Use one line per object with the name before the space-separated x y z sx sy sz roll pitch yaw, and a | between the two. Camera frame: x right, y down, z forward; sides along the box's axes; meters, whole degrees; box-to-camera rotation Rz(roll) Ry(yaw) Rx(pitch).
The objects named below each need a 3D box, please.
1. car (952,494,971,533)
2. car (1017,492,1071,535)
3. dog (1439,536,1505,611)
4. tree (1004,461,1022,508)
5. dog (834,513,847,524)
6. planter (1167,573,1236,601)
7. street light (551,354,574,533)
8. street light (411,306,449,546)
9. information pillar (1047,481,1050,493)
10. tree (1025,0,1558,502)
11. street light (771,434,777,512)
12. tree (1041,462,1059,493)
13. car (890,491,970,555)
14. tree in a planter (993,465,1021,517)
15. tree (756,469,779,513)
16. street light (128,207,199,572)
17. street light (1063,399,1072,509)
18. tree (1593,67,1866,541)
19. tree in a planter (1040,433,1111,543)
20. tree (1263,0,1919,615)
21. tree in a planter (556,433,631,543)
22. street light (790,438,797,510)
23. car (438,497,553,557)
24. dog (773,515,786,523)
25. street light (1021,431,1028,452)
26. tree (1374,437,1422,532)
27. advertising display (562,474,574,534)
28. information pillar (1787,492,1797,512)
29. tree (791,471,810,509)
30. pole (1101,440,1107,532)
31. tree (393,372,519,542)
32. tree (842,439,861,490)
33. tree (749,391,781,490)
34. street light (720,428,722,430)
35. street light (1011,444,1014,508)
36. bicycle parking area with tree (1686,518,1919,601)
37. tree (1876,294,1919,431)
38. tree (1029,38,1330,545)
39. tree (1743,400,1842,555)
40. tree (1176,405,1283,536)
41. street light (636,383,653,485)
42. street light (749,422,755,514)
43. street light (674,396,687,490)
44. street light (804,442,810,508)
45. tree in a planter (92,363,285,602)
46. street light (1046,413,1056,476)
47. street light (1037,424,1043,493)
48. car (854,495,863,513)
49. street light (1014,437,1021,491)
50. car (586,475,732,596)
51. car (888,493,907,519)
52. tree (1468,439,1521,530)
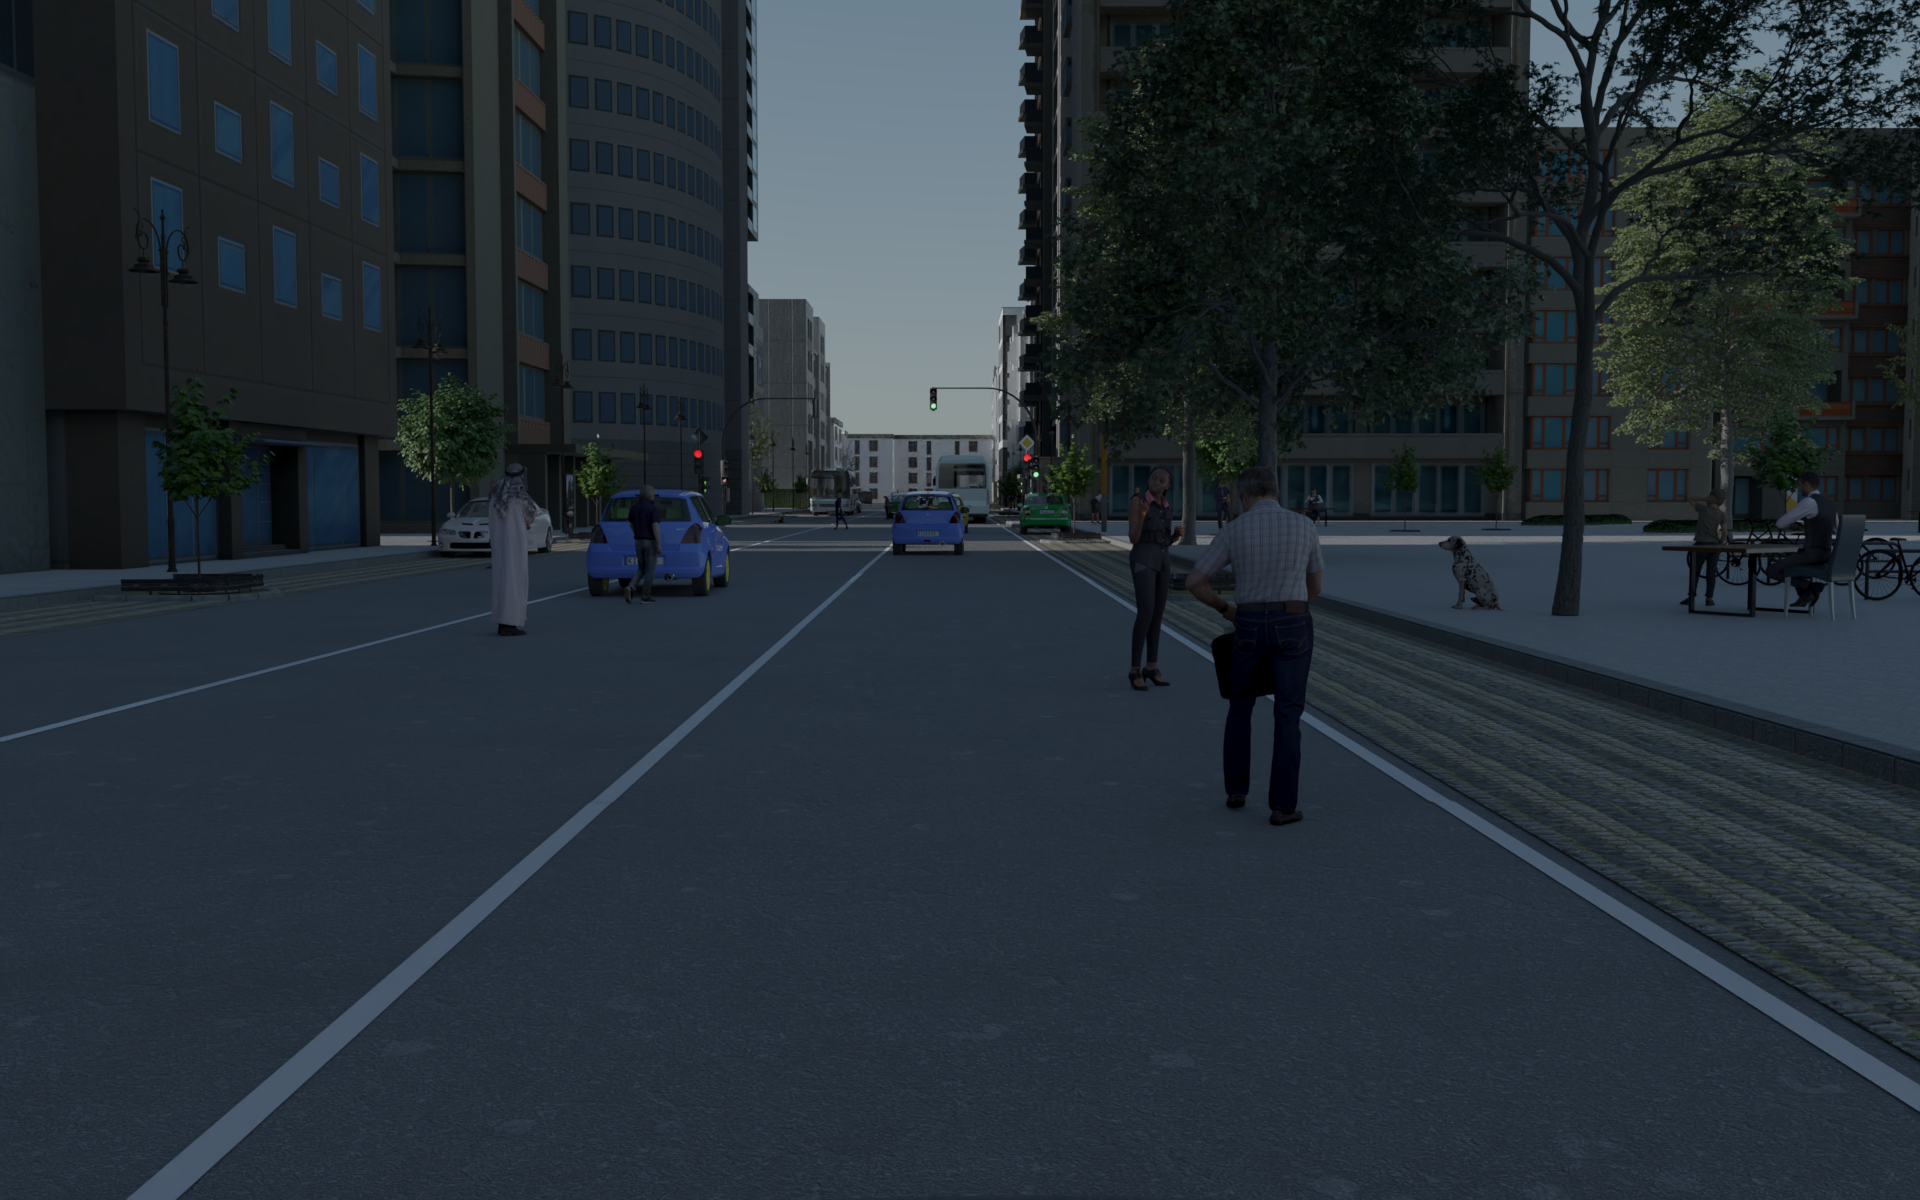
car | -0.569 -3.328 64.630 2.015 1.641 3.980 0 4 -1
car | 3.037 -3.268 62.223 1.959 1.807 4.718 0 4 1
dog | 5.780 -0.296 19.214 0.513 0.831 0.800 -2 4 -34
tree | 5.769 -11.008 163.701 4.285 4.588 4.351 0 3 0
dog | -5.746 -3.920 83.386 0.540 0.507 0.406 -2 4 -23
planter | 3.518 -0.173 23.975 1.991 0.319 1.994 0 4 0
street light | -13.084 -5.156 57.089 0.468 5.910 1.993 0 4 0
street light | -13.019 -4.275 42.687 0.468 5.910 1.993 0 4 0
information pillar | 4.618 -5.127 88.325 0.304 2.012 0.304 0 4 -3
tree | 6.033 -7.110 33.257 9.611 12.733 9.660 0 3 0
street light | -13.543 -9.344 125.567 0.468 5.910 1.993 0 4 0
tree | 5.691 -6.758 105.100 1.663 3.219 1.824 0 3 0
car | -0.741 -1.979 41.955 1.945 1.707 3.694 0 4 0
tree in a planter | 3.034 -6.679 106.430 1.991 3.239 1.994 0 4 0
tree | -13.558 -7.687 120.291 1.663 3.219 1.824 0 3 0
street light | -12.946 -3.394 28.285 0.468 5.910 1.993 0 4 0
street light | 5.209 -6.738 82.949 0.468 5.910 1.993 0 4 0
tree | 20.586 -7.878 46.933 7.486 12.596 7.792 0 3 0
tree in a planter | 3.364 -3.279 50.829 1.991 3.239 1.994 0 4 0
tree | 6.742 -5.108 17.928 7.601 10.594 8.767 0 4 8
tree in a planter | -10.651 -3.276 50.783 1.991 3.239 1.994 0 4 0
street light | -13.485 -10.225 139.970 0.468 5.910 1.993 0 4 0
car | -10.811 -1.723 40.537 2.083 1.381 4.827 0 4 -1
dog | -8.888 -3.965 85.022 0.748 0.427 0.550 1 4 16
street light | 4.897 -9.380 126.154 0.468 5.910 1.993 0 4 0
tree | 15.298 -3.958 59.308 1.663 3.219 1.824 0 3 0
advertising display | -12.534 -3.073 55.460 0.123 1.923 0.974 0 4 1
information pillar | 35.997 -5.111 74.917 0.504 3.616 0.183 0 4 -4
tree | -13.675 -9.563 150.951 1.663 3.219 1.824 0 3 0
pole | 4.868 -3.952 58.452 0.158 3.312 0.155 0 3 0
tree | -13.574 -3.846 46.591 4.285 4.588 4.351 0 3 0
tree | -14.688 -16.596 221.711 4.360 8.622 3.978 0 3 0
tree | -14.187 -10.120 115.827 4.737 8.622 4.395 0 3 0
street light | -13.334 -7.568 96.523 0.468 5.910 1.993 0 4 0
street light | 4.773 -11.204 155.969 0.468 5.910 1.993 0 4 0
bicycle parking area with tree | 14.374 -2.153 22.202 9.016 4.147 8.231 1 4 20
tree | 35.873 -6.906 63.271 4.737 8.622 4.395 0 3 0
tree | 5.638 -7.685 43.784 7.486 12.596 7.792 0 3 0
tree | 17.055 -2.532 35.996 1.663 3.219 1.824 0 3 0
tree | 8.422 -4.283 53.746 4.285 4.588 4.351 0 3 0
street light | -13.073 -6.056 71.810 0.468 5.910 1.993 0 4 0
street light | -13.318 -8.449 110.926 0.468 5.910 1.993 0 4 0
street light | -13.209 -6.685 82.085 0.468 5.910 1.993 0 4 0
street light | -13.685 -11.118 154.562 0.468 5.910 1.993 0 4 0
tree in a planter | -10.495 -1.625 23.795 1.991 3.239 1.994 0 4 0
street light | 5.126 -7.619 97.351 0.468 5.910 1.993 0 4 0
street light | 5.101 -8.499 111.753 0.468 5.910 1.993 0 4 0
car | -8.416 -7.297 131.110 2.131 1.459 4.920 0 4 -2
street light | 4.888 -10.261 140.557 0.468 5.910 1.993 0 4 0
car | -4.386 -0.978 25.578 1.945 1.707 3.694 0 4 -1
car | -3.329 -5.690 101.820 1.959 1.807 4.718 0 4 0
tree | 19.107 -4.082 61.342 1.663 3.219 1.824 0 3 0
